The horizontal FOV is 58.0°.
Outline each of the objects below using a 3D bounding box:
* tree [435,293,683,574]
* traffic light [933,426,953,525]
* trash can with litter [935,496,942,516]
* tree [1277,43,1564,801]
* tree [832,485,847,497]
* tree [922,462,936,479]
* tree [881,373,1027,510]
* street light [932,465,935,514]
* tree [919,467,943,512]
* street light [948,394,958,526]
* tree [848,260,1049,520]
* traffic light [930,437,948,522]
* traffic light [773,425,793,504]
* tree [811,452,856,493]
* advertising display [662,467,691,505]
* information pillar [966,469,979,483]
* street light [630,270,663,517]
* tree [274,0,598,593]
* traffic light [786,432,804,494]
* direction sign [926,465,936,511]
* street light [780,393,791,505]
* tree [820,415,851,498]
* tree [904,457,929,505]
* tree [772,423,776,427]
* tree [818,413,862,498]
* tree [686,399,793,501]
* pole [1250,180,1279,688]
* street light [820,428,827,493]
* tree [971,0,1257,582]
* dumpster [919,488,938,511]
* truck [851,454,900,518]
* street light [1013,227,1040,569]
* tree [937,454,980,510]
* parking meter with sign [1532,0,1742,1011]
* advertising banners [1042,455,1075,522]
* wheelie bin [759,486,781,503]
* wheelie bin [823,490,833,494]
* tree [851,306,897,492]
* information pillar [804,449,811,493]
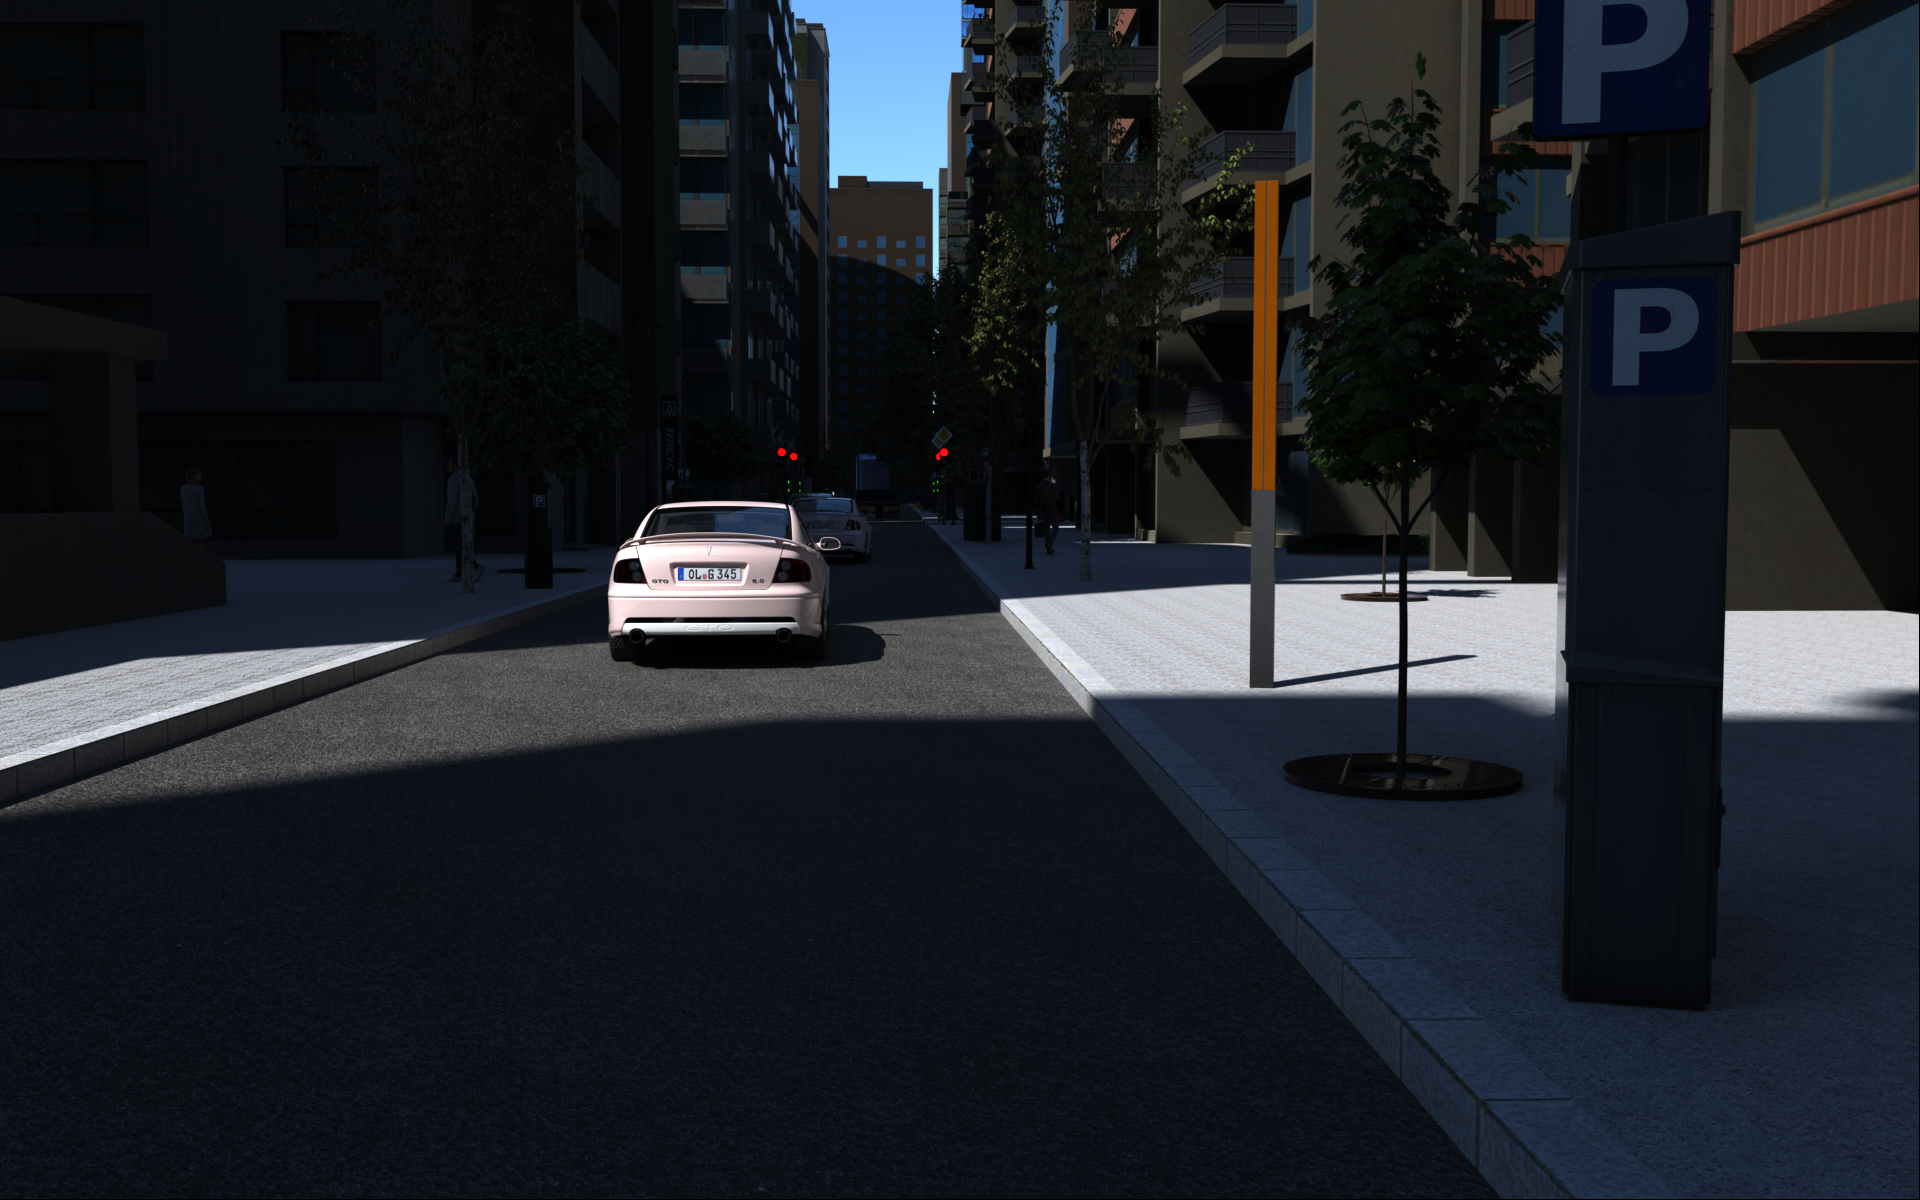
[{"bbox_3d":[-6.943,-2.744,28.579,4.285,4.588,4.351,0,3,0],"label":"tree"},{"bbox_3d":[-0.678,-5.018,70.967,0.839,4.253,0.868,0,4,-2],"label":"traffic light"},{"bbox_3d":[-0.947,-5.444,100.390,0.624,1.170,1.055,2,4,33],"label":"trash can with litter"},{"bbox_3d":[1.914,-0.790,7.519,1.663,3.219,1.824,0,3,0],"label":"tree"},{"bbox_3d":[-11.555,-10.485,166.027,1.663,3.219,1.824,0,3,0],"label":"tree"},{"bbox_3d":[-1.515,-9.650,141.494,4.285,4.588,4.351,0,3,0],"label":"tree"},{"bbox_3d":[-0.291,-9.942,96.972,8.767,10.594,7.601,0,4,1],"label":"tree"},{"bbox_3d":[-1.731,-8.626,113.828,0.468,5.910,1.993,0,4,-2],"label":"street light"},{"bbox_3d":[-1.660,-7.810,122.296,1.663,3.219,1.824,0,3,0],"label":"tree"},{"bbox_3d":[-0.267,-5.972,70.434,0.468,5.910,1.993,0,4,-2],"label":"street light"},{"bbox_3d":[-0.479,-10.284,85.158,9.611,12.733,9.660,0,3,0],"label":"tree"},{"bbox_3d":[-0.957,-5.506,78.947,0.839,4.253,0.868,0,4,-2],"label":"traffic light"},{"bbox_3d":[-7.234,-5.003,70.723,0.839,4.253,0.868,0,4,-2],"label":"traffic light"},{"bbox_3d":[-9.824,-9.091,132.349,4.285,4.588,4.351,0,3,0],"label":"tree"},{"bbox_3d":[-6.788,-2.218,41.485,0.123,1.923,0.974,2,4,28],"label":"advertising display"},{"bbox_3d":[0.368,-2.830,50.757,0.304,2.012,0.304,-1,4,-18],"label":"information pillar"},{"bbox_3d":[-6.473,-3.857,35.851,0.468,5.910,1.993,0,4,-2],"label":"street light"},{"bbox_3d":[-6.376,-4.380,21.979,4.360,8.622,3.978,0,3,0],"label":"tree"},{"bbox_3d":[-7.513,-5.491,78.703,0.839,4.253,0.868,0,4,-2],"label":"traffic light"},{"bbox_3d":[-2.223,-8.623,132.975,0.876,3.537,0.379,-2,4,-31],"label":"direction sign"},{"bbox_3d":[-8.025,-6.525,79.472,0.468,5.910,1.993,0,4,-2],"label":"street light"},{"bbox_3d":[-10.962,-12.890,161.119,4.737,8.622,4.395,0,3,0],"label":"tree"},{"bbox_3d":[-4.802,-15.421,202.490,4.360,8.622,3.978,0,3,0],"label":"tree"},{"bbox_3d":[-14.100,-10.085,115.257,4.737,8.622,4.395,0,3,0],"label":"tree"},{"bbox_3d":[-10.601,-12.460,154.083,4.360,8.622,3.978,0,3,0],"label":"tree"},{"bbox_3d":[-8.456,-4.678,60.206,4.285,4.588,4.351,0,3,0],"label":"tree"},{"bbox_3d":[2.008,-1.075,11.422,0.158,3.312,0.155,0,3,0],"label":"pole"},{"bbox_3d":[-9.367,-8.979,119.595,0.468,5.910,1.993,0,4,-2],"label":"street light"},{"bbox_3d":[1.968,-4.565,25.004,4.737,8.622,4.395,0,3,0],"label":"tree"},{"bbox_3d":[-2.235,-7.490,128.222,1.264,1.857,1.865,0,4,-2],"label":"dumpster"},{"bbox_3d":[-5.406,-7.401,110.768,2.967,4.110,18.799,0,4,-4],"label":"truck"},{"bbox_3d":[1.184,-3.467,29.469,0.468,5.910,1.993,0,4,-2],"label":"street light"},{"bbox_3d":[0.769,-9.392,137.267,4.285,4.588,4.351,0,3,0],"label":"tree"},{"bbox_3d":[1.958,-0.537,5.047,0.543,3.016,1.738,1,4,17],"label":"parking meter with sign"},{"bbox_3d":[4.597,-5.059,78.896,2.074,3.025,0.090,-2,4,-30],"label":"advertising banners"},{"bbox_3d":[-7.254,-3.557,66.069,0.693,1.594,0.980,1,4,10],"label":"wheelie bin"},{"bbox_3d":[-9.608,-7.210,125.799,0.693,1.594,0.980,3,4,39],"label":"wheelie bin"},{"bbox_3d":[0.515,-5.735,44.134,4.737,8.622,4.395,0,3,0],"label":"tree"},{"bbox_3d":[-7.983,-6.081,90.784,0.183,3.616,0.504,-3,5,-43],"label":"information pillar"}]
